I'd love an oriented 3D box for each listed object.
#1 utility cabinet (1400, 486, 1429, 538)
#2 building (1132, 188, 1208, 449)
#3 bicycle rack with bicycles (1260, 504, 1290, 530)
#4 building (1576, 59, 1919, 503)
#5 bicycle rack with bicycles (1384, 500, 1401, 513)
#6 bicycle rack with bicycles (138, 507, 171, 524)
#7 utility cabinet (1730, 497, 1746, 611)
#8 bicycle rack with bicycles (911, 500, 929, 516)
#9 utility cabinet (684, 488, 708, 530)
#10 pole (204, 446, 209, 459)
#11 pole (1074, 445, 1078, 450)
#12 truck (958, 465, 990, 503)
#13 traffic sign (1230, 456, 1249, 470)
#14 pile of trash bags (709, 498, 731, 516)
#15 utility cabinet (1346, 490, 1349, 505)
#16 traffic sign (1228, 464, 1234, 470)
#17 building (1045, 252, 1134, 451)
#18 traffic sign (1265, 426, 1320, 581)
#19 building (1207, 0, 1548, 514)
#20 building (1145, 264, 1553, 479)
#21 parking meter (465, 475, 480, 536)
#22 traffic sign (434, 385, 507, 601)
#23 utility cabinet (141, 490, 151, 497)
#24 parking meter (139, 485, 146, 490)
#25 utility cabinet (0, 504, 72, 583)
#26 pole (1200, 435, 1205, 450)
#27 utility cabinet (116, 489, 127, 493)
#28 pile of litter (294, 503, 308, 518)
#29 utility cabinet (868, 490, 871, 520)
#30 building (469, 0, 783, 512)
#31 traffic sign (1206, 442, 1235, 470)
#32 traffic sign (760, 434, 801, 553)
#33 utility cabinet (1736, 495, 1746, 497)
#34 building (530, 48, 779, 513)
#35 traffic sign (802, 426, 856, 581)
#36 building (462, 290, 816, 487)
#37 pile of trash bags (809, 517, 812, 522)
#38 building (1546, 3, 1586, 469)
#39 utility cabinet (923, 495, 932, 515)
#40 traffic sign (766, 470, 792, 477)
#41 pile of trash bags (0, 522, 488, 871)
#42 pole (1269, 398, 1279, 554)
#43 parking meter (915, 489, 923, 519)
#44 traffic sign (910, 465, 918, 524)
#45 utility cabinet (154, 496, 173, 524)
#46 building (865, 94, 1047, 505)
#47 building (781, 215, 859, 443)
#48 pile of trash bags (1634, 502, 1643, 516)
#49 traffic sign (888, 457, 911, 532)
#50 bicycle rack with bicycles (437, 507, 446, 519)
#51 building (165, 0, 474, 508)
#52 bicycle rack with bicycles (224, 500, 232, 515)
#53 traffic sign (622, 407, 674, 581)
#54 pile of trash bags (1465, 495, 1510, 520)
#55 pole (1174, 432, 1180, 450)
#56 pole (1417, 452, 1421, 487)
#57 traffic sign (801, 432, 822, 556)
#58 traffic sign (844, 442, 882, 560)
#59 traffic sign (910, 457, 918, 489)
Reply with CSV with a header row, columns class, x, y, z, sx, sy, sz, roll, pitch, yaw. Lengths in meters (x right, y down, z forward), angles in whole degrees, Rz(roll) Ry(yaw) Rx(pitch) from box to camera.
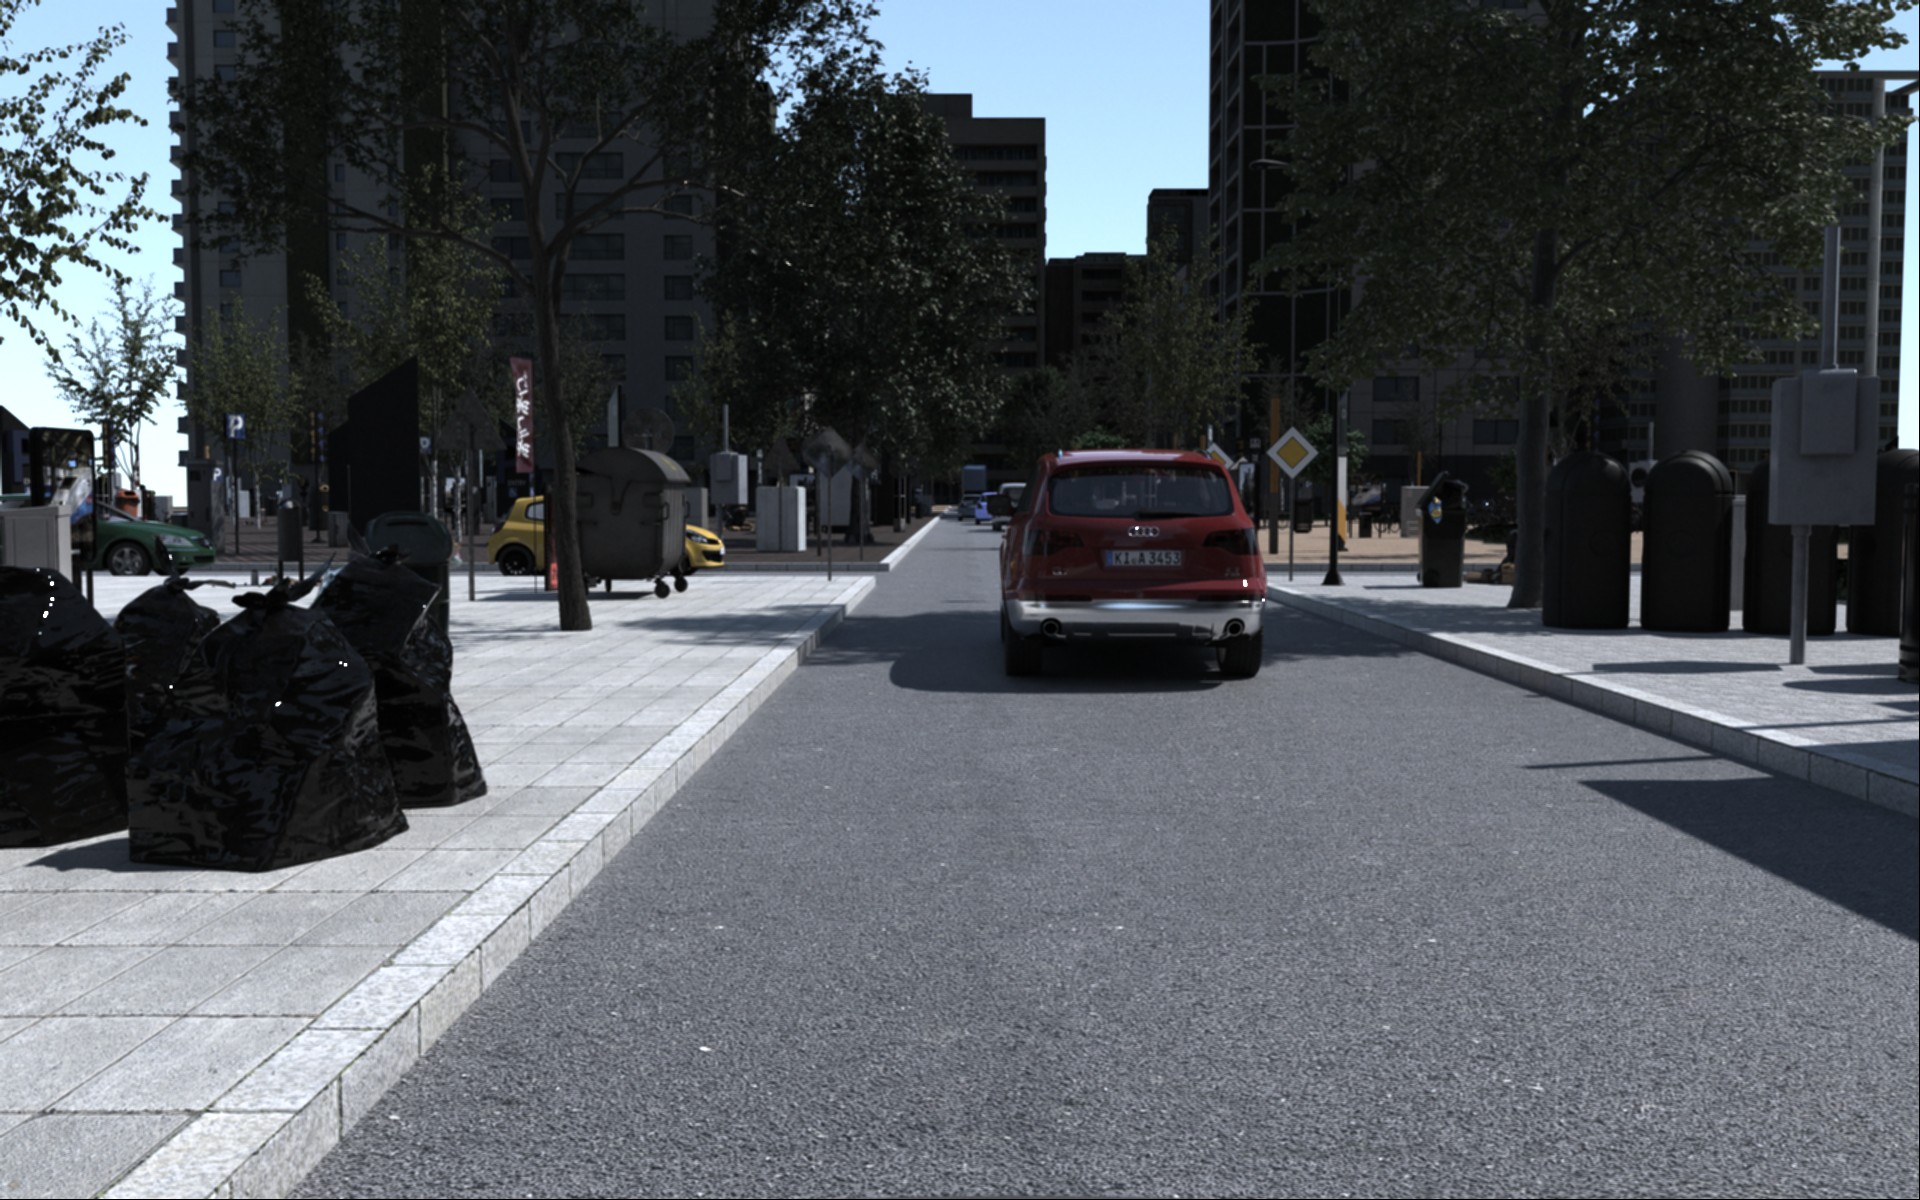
class,x,y,z,sx,sy,sz,roll,pitch,yaw
utility cabinet,13.456,-2.563,50.589,1.173,1.500,0.318,-1,4,-23
building,24.640,-24.120,166.057,14.160,30.474,14.107,0,4,0
bicycle rack with bicycles,10.754,-3.026,62.854,2.852,0.926,2.925,3,5,43
building,68.799,-28.477,157.480,23.993,40.220,32.217,0,4,0
bicycle rack with bicycles,26.254,-5.410,101.843,2.852,0.926,2.925,-1,4,-18
bicycle rack with bicycles,-23.990,-2.182,49.051,2.925,0.926,2.852,2,4,29
utility cabinet,8.874,-0.496,19.266,1.020,1.237,0.306,-1,4,-19
bicycle rack with bicycles,-3.304,-5.491,103.155,2.925,0.926,2.852,0,4,-2
utility cabinet,-9.342,-3.189,60.822,1.173,1.500,0.318,3,5,41
pole,-31.839,-4.857,73.263,0.158,3.312,0.155,0,3,0
pole,4.786,-4.744,71.405,0.158,3.312,0.155,0,3,0
truck,1.226,-10.098,154.866,2.967,4.110,18.799,0,4,1
traffic sign,8.580,-3.144,52.586,0.795,2.450,0.064,0,4,4
pile of trash bags,-15.328,-5.990,107.683,3.447,1.369,1.912,-3,5,-43
utility cabinet,21.232,-5.224,94.092,0.318,1.500,1.173,-1,4,-22
traffic sign,8.905,-3.410,57.878,0.606,2.300,0.079,0,4,5
building,17.323,-26.802,209.911,14.107,30.474,14.160,0,4,0
traffic sign,4.874,-1.335,25.464,0.795,2.450,0.064,0,4,0
building,26.457,-41.567,117.880,20.563,71.187,20.611,0,4,0
building,30.798,-18.316,144.503,27.650,21.520,28.899,0,4,0
parking meter,-15.086,-2.929,53.603,0.255,1.863,0.399,2,4,30
traffic sign,-5.870,-1.269,20.755,0.884,2.594,0.081,0,4,2
utility cabinet,-40.644,-4.733,86.069,1.173,1.500,0.318,3,4,36
parking meter,-50.677,-6.220,107.406,0.255,1.863,0.399,0,4,-5
utility cabinet,-5.362,0.066,10.084,0.306,1.237,1.020,-2,4,-24
pole,8.396,-4.048,60.035,0.158,3.312,0.155,0,3,0
utility cabinet,-34.028,-3.770,70.311,0.318,1.500,1.173,-1,4,-20
pile of litter,-33.610,-4.510,87.703,1.719,0.858,1.176,0,4,-2
utility cabinet,-3.931,-4.560,83.228,0.318,1.500,1.173,-3,5,-42
building,-24.371,-42.440,132.138,20.563,71.187,20.611,0,4,0
traffic sign,4.893,-1.823,33.449,0.795,2.450,0.064,0,4,0
traffic sign,-3.906,-2.304,37.670,0.884,2.594,0.081,0,4,3
utility cabinet,34.469,-4.016,76.821,1.020,1.237,0.306,-1,4,-21
building,-19.921,-21.061,116.043,14.160,30.474,14.107,0,4,0
traffic sign,-1.920,-1.337,25.500,0.795,2.450,0.064,0,4,0
building,-27.652,-19.295,160.506,28.899,21.520,27.650,0,4,0
pile of trash bags,-6.757,-4.269,79.555,1.912,1.369,3.447,0,4,0
building,46.014,-32.923,161.996,21.600,48.544,21.300,0,4,0
utility cabinet,-2.262,-5.905,107.716,1.020,1.237,0.306,2,4,26
traffic sign,-5.714,-3.364,54.997,0.884,2.594,0.081,0,4,1
pile of trash bags,-3.648,0.161,7.116,3.447,1.369,1.912,1,4,18
pole,6.702,-2.635,36.933,0.158,3.312,0.155,0,3,0
parking meter,-2.140,-5.014,90.388,0.372,1.533,0.369,0,3,0
traffic sign,-2.186,-4.588,75.127,0.768,2.556,0.104,0,4,5
utility cabinet,-34.734,-3.937,75.538,1.020,1.237,0.306,3,4,36
building,-0.533,-36.066,213.374,21.600,48.544,21.300,0,4,0
building,-23.318,-32.233,218.894,23.993,40.220,32.217,0,4,0
pile of trash bags,30.993,-4.107,76.896,1.912,1.369,3.447,1,4,12
traffic sign,-2.019,-3.531,57.834,0.768,2.556,0.104,1,4,9
bicycle rack with bicycles,-27.910,-4.664,89.645,2.925,0.926,2.852,2,4,26
building,-57.240,-37.947,162.435,28.212,58.520,21.231,0,4,0
bicycle rack with bicycles,-44.634,-5.551,104.134,2.925,0.926,2.852,-1,4,-14
traffic sign,-4.568,-1.546,25.381,0.768,2.556,0.104,0,4,2
pile of trash bags,25.708,-4.461,82.695,3.447,1.369,1.912,0,4,-6
pole,7.154,-3.875,57.202,0.158,3.312,0.155,0,3,0
pole,22.221,-5.505,83.855,0.158,3.312,0.155,0,3,0
traffic sign,-2.904,-2.176,35.676,0.768,2.556,0.104,1,4,8
traffic sign,-1.902,-1.825,33.485,0.795,2.450,0.064,0,4,0
traffic sign,-3.329,-5.981,91.658,2.265,3.308,0.079,0,4,3
